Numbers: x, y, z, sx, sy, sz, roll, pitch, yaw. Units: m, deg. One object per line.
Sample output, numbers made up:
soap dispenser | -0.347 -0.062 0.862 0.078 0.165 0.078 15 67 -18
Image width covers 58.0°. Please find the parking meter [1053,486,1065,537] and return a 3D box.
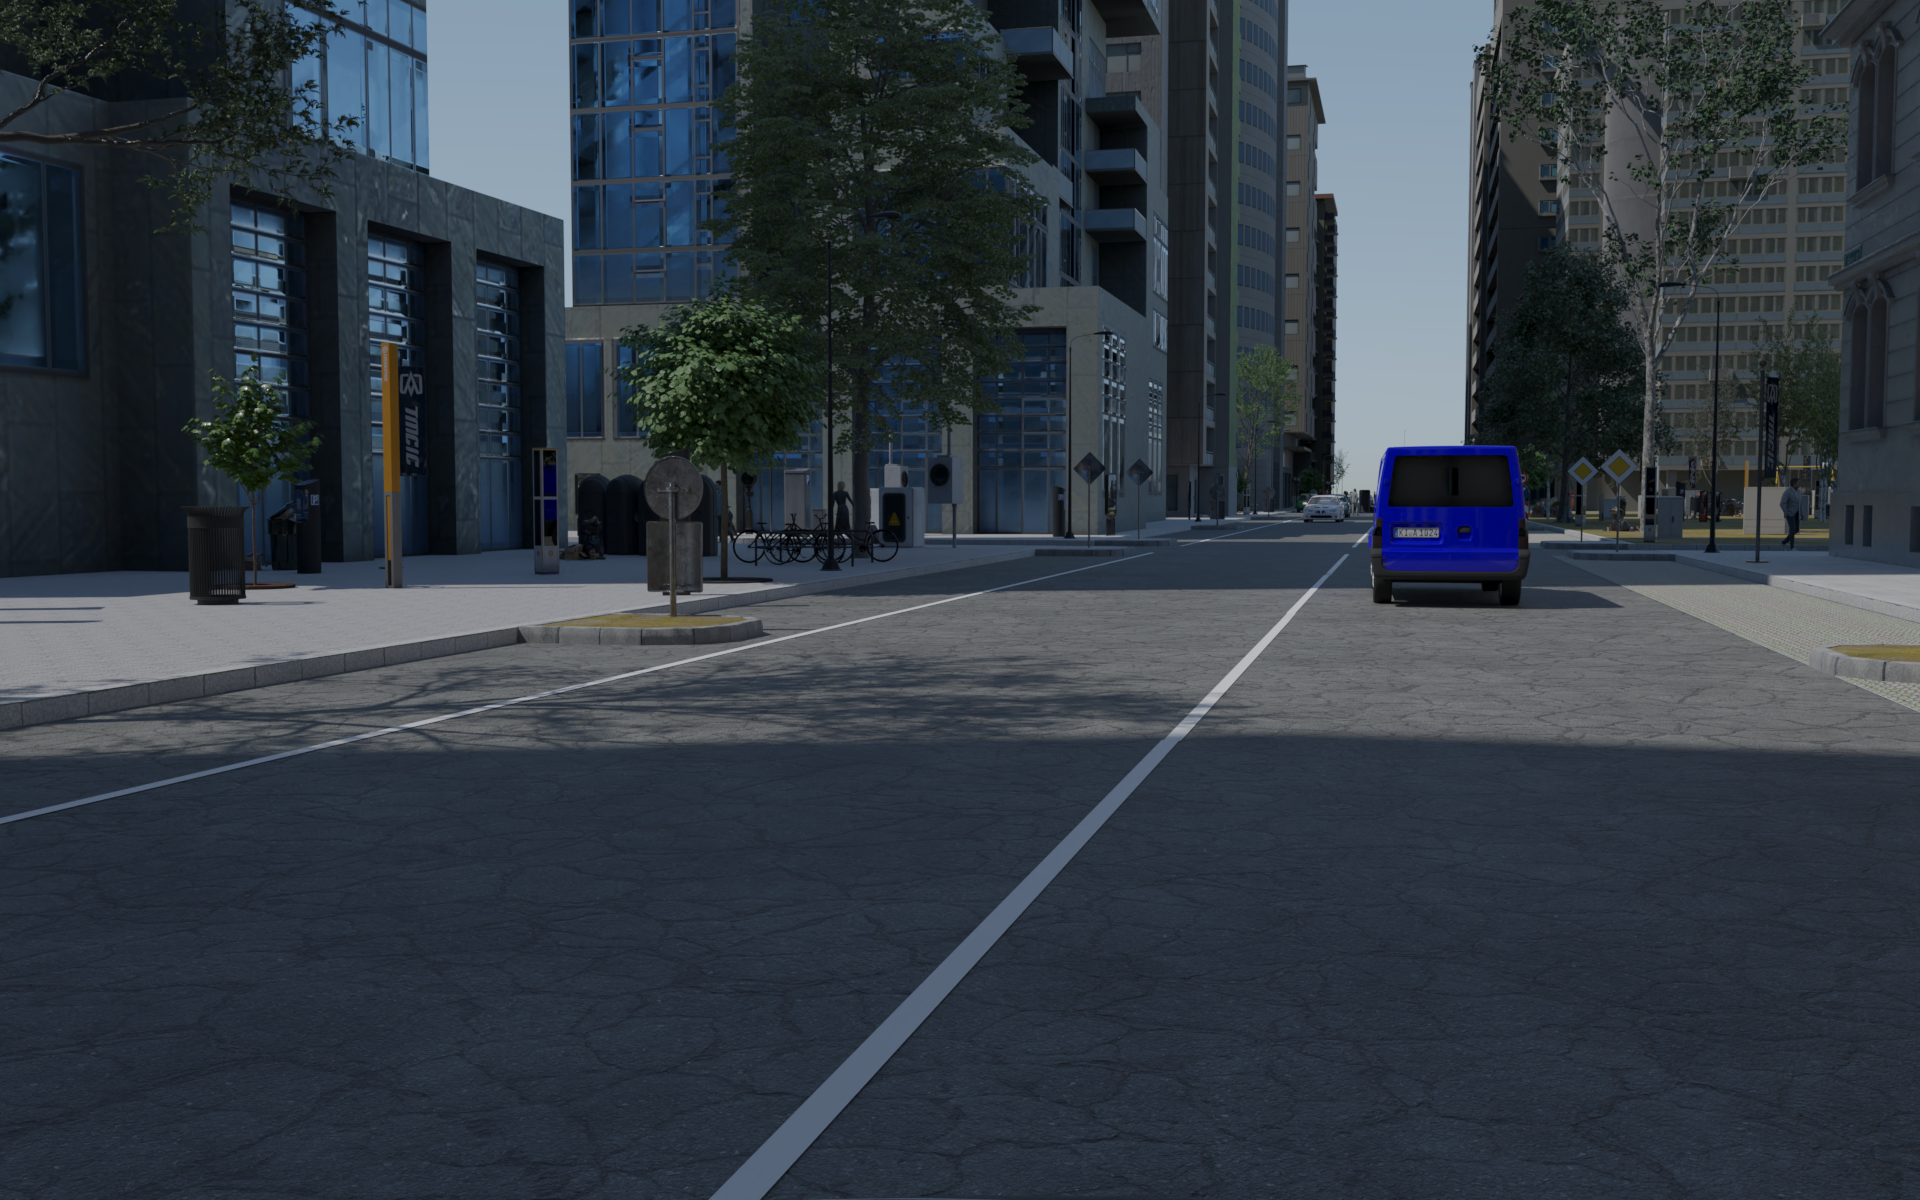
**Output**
parking meter | 2.963 -2.655 51.820 0.372 1.533 0.369 0 3 0

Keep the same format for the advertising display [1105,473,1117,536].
advertising display | 4.642 -2.944 53.353 0.123 1.923 0.974 1 4 20

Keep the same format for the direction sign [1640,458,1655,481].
direction sign | 41.907 -6.949 105.620 0.876 3.537 0.379 2 4 31

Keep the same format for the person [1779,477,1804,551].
person | 20.392 -2.092 42.557 0.661 1.843 0.795 -1 4 -21

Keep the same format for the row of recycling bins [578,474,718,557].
row of recycling bins | -6.602 -1.792 36.404 3.534 1.692 1.069 2 4 29

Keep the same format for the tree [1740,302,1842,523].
tree | 32.345 -7.167 67.542 4.737 8.622 4.395 0 3 0

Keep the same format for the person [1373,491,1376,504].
person | 59.350 -14.644 248.026 0.705 1.812 1.348 1 4 18

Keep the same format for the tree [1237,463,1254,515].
tree | 17.071 -6.876 107.025 1.663 3.219 1.824 0 3 0

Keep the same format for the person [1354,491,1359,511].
person | 34.392 -8.690 150.586 0.705 1.823 1.348 0 4 -6

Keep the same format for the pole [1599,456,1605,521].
pole | 30.493 -5.408 82.269 0.158 3.312 0.155 0 3 0

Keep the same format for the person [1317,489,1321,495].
person | 28.454 -7.847 136.939 0.705 1.807 1.348 2 4 33

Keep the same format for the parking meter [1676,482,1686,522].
parking meter | 33.550 -4.585 80.673 0.399 1.863 0.255 -1 4 -13

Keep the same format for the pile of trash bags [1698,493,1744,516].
pile of trash bags | 43.931 -5.530 100.175 3.447 1.369 1.912 -2 4 -29

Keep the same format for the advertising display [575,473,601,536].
advertising display | -11.440 -2.943 53.330 0.123 1.923 0.974 3 4 37

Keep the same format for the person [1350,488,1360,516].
person | 26.162 -6.494 114.775 0.635 1.810 0.391 3 4 36

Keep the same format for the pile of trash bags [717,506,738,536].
pile of trash bags | -8.497 -2.672 53.447 3.447 1.369 1.912 2 4 34

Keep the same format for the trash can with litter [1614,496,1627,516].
trash can with litter | 40.192 -5.795 106.138 1.055 1.170 0.624 -2 4 -30

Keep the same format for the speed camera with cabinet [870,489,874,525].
speed camera with cabinet | -2.191 -3.603 53.243 0.660 3.252 2.038 1 4 18

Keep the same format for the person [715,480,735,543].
person | -6.647 -2.468 48.864 0.620 1.820 0.660 -2 4 -33

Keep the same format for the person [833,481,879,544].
person | -2.984 -2.462 48.970 1.509 1.804 0.699 1 4 20

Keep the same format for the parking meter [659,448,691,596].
parking meter | -3.623 -0.993 21.939 0.399 1.863 0.255 0 4 -5

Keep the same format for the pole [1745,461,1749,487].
pole | 48.130 -6.860 106.006 0.158 3.312 0.155 0 3 0

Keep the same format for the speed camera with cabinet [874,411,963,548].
speed camera with cabinet | -0.947 -2.874 41.325 2.038 3.252 0.660 2 4 29

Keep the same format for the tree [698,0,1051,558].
tree | -1.750 -7.134 34.769 7.486 12.596 7.792 0 3 0

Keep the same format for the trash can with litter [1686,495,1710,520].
trash can with litter | 40.912 -5.283 97.433 2.233 1.210 1.678 -2 4 -31

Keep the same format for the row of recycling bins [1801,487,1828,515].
row of recycling bins | 52.406 -5.943 104.288 3.534 1.692 1.069 2 4 28

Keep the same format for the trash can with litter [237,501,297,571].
trash can with litter | -11.589 -1.082 29.080 1.055 1.170 0.624 -1 4 -18

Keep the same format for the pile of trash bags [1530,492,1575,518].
pile of trash bags | 32.487 -5.161 94.136 1.912 1.369 3.447 3 5 43

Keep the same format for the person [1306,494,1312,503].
person | 25.652 -7.070 127.315 0.599 1.433 0.991 2 4 35

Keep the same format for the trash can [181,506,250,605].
trash can | -8.660 -0.522 20.184 0.748 1.137 0.748 0 3 0

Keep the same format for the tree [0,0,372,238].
tree | -6.676 -4.645 10.352 7.601 10.594 8.767 -1 4 -11

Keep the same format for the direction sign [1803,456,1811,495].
direction sign | 49.856 -6.729 102.017 0.876 3.537 0.379 -3 5 -39

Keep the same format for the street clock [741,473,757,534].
street clock | -6.716 -3.094 55.158 0.471 2.002 0.358 1 4 19

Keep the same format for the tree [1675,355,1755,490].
tree | 40.273 -8.694 92.511 4.360 8.622 3.978 0 3 0

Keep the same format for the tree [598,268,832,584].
tree | -3.549 -2.544 25.304 4.285 4.588 4.351 0 3 0

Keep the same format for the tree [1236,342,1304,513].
tree | 19.610 -11.728 117.503 9.928 11.665 9.643 0 3 0

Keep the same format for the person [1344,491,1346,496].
person | 41.967 -11.022 188.792 0.705 1.814 1.350 0 4 2

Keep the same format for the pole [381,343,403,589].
pole | -7.700 -1.812 23.466 0.158 3.312 0.155 0 3 0

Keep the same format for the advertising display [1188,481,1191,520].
advertising display | 11.496 -4.990 86.793 0.123 1.923 0.974 0 4 5

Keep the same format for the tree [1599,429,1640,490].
tree | 42.577 -9.844 111.318 4.360 8.622 3.978 0 3 0

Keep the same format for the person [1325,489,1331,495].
person | 26.728 -7.177 125.857 1.348 1.822 0.705 -1 4 -15

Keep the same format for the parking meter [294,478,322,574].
parking meter | -10.520 -1.195 27.954 0.372 1.533 0.369 0 3 0
